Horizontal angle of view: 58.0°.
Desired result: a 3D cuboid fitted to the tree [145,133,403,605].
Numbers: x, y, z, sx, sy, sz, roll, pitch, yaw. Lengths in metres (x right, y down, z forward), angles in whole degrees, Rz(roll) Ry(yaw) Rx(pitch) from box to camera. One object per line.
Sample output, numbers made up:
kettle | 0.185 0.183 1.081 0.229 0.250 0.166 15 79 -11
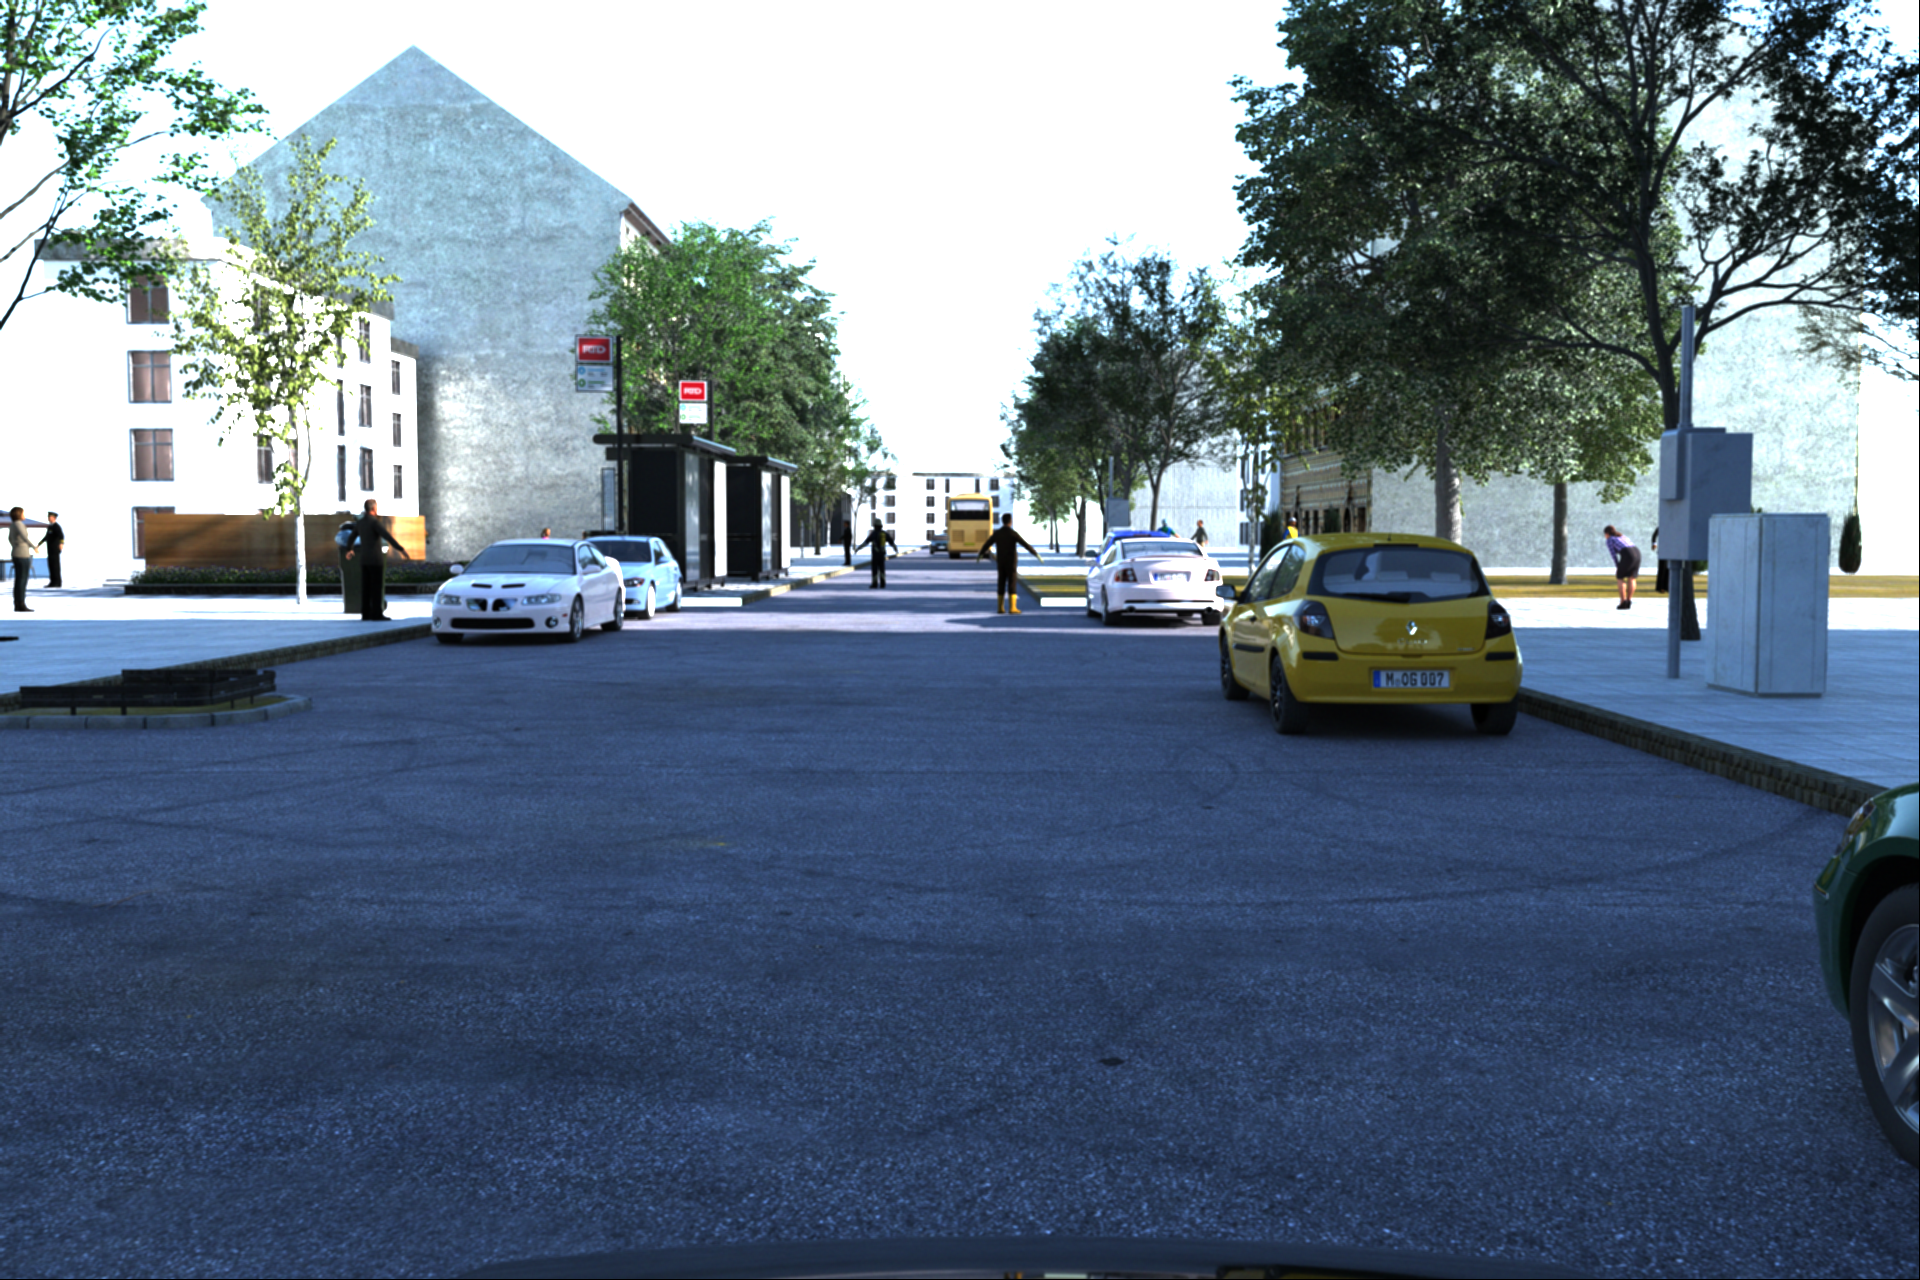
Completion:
tree | -12.165 -4.936 31.067 4.737 8.622 4.395 0 3 0

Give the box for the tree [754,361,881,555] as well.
tree | -8.643 -10.925 104.381 9.928 11.665 9.643 0 3 0

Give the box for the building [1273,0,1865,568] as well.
building | 24.731 -14.871 74.068 19.493 23.208 18.063 0 3 0

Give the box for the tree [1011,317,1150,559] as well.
tree | 6.086 -10.557 90.741 7.486 12.596 7.792 0 3 0

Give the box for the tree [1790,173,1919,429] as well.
tree | 27.038 -8.205 44.527 12.009 13.543 11.850 0 3 0

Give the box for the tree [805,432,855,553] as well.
tree | -8.810 -10.118 115.785 4.360 8.622 3.978 0 3 0

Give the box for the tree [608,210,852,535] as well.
tree | -9.038 -9.850 67.696 9.857 13.997 8.962 0 3 0

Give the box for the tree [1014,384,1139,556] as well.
tree | 7.093 -10.871 103.499 9.928 11.665 9.643 0 3 0

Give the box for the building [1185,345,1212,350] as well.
building | 26.927 -22.882 205.056 19.493 23.208 18.063 0 4 1

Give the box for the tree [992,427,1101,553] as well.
tree | 6.444 -11.289 118.993 7.601 10.594 8.767 2 4 32

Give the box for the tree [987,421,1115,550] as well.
tree | 7.289 -13.897 137.582 12.009 13.543 11.850 0 3 0

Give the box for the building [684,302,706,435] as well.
building | -27.285 -15.058 112.649 16.747 18.905 31.486 0 4 0

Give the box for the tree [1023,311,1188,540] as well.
tree | 6.719 -9.446 80.195 9.928 11.665 9.643 0 3 0

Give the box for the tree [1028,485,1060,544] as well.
tree | 10.995 -16.794 224.947 4.737 8.622 4.395 0 3 0

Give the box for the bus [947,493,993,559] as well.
bus | 0.580 -6.787 102.517 2.896 3.916 12.252 0 4 0

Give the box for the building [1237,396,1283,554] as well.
building | 23.291 -9.978 105.284 9.099 9.664 28.070 0 4 1

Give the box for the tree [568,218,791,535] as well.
tree | -9.278 -8.025 56.967 9.928 11.665 9.643 0 3 0

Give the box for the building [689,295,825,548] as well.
building | -28.092 -19.387 160.955 27.936 21.610 32.646 0 4 1

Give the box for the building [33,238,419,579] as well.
building | -25.161 -7.412 63.341 9.099 9.664 28.070 0 4 1

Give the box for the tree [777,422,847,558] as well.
tree | -8.246 -8.705 92.691 4.737 8.622 4.395 0 3 0

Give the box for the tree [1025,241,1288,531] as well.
tree | 6.223 -7.449 56.205 8.767 10.594 7.601 0 4 5

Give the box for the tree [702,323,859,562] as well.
tree | -8.403 -9.465 80.506 9.928 11.665 9.643 0 3 0

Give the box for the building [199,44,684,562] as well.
building | -24.572 -15.684 87.366 19.493 23.208 18.063 0 4 0

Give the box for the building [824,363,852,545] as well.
building | -27.989 -22.043 204.380 27.936 21.610 32.646 0 4 1

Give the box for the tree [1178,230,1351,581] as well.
tree | 7.507 -5.664 42.964 4.737 8.622 4.395 0 3 0

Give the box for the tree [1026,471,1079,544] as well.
tree | 12.578 -19.143 231.111 7.486 12.596 7.792 0 3 0

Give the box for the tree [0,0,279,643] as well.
tree | -12.003 -5.791 20.445 9.928 11.665 9.643 0 3 0

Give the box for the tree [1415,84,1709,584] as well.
tree | 15.252 -7.723 44.405 7.486 12.596 7.792 0 3 0

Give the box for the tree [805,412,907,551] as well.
tree | -8.191 -12.150 133.066 8.767 10.594 7.601 0 4 1

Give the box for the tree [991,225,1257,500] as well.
tree | 6.584 -9.679 68.623 12.009 13.543 11.850 0 3 0

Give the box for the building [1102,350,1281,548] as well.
building | 23.911 -18.881 175.159 16.747 18.905 31.486 0 4 1

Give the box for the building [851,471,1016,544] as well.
building | -6.661 -17.473 230.289 28.070 9.664 9.099 0 4 -5

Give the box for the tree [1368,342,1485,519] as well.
tree | 14.490 -6.199 51.714 4.737 8.622 4.395 0 3 0
